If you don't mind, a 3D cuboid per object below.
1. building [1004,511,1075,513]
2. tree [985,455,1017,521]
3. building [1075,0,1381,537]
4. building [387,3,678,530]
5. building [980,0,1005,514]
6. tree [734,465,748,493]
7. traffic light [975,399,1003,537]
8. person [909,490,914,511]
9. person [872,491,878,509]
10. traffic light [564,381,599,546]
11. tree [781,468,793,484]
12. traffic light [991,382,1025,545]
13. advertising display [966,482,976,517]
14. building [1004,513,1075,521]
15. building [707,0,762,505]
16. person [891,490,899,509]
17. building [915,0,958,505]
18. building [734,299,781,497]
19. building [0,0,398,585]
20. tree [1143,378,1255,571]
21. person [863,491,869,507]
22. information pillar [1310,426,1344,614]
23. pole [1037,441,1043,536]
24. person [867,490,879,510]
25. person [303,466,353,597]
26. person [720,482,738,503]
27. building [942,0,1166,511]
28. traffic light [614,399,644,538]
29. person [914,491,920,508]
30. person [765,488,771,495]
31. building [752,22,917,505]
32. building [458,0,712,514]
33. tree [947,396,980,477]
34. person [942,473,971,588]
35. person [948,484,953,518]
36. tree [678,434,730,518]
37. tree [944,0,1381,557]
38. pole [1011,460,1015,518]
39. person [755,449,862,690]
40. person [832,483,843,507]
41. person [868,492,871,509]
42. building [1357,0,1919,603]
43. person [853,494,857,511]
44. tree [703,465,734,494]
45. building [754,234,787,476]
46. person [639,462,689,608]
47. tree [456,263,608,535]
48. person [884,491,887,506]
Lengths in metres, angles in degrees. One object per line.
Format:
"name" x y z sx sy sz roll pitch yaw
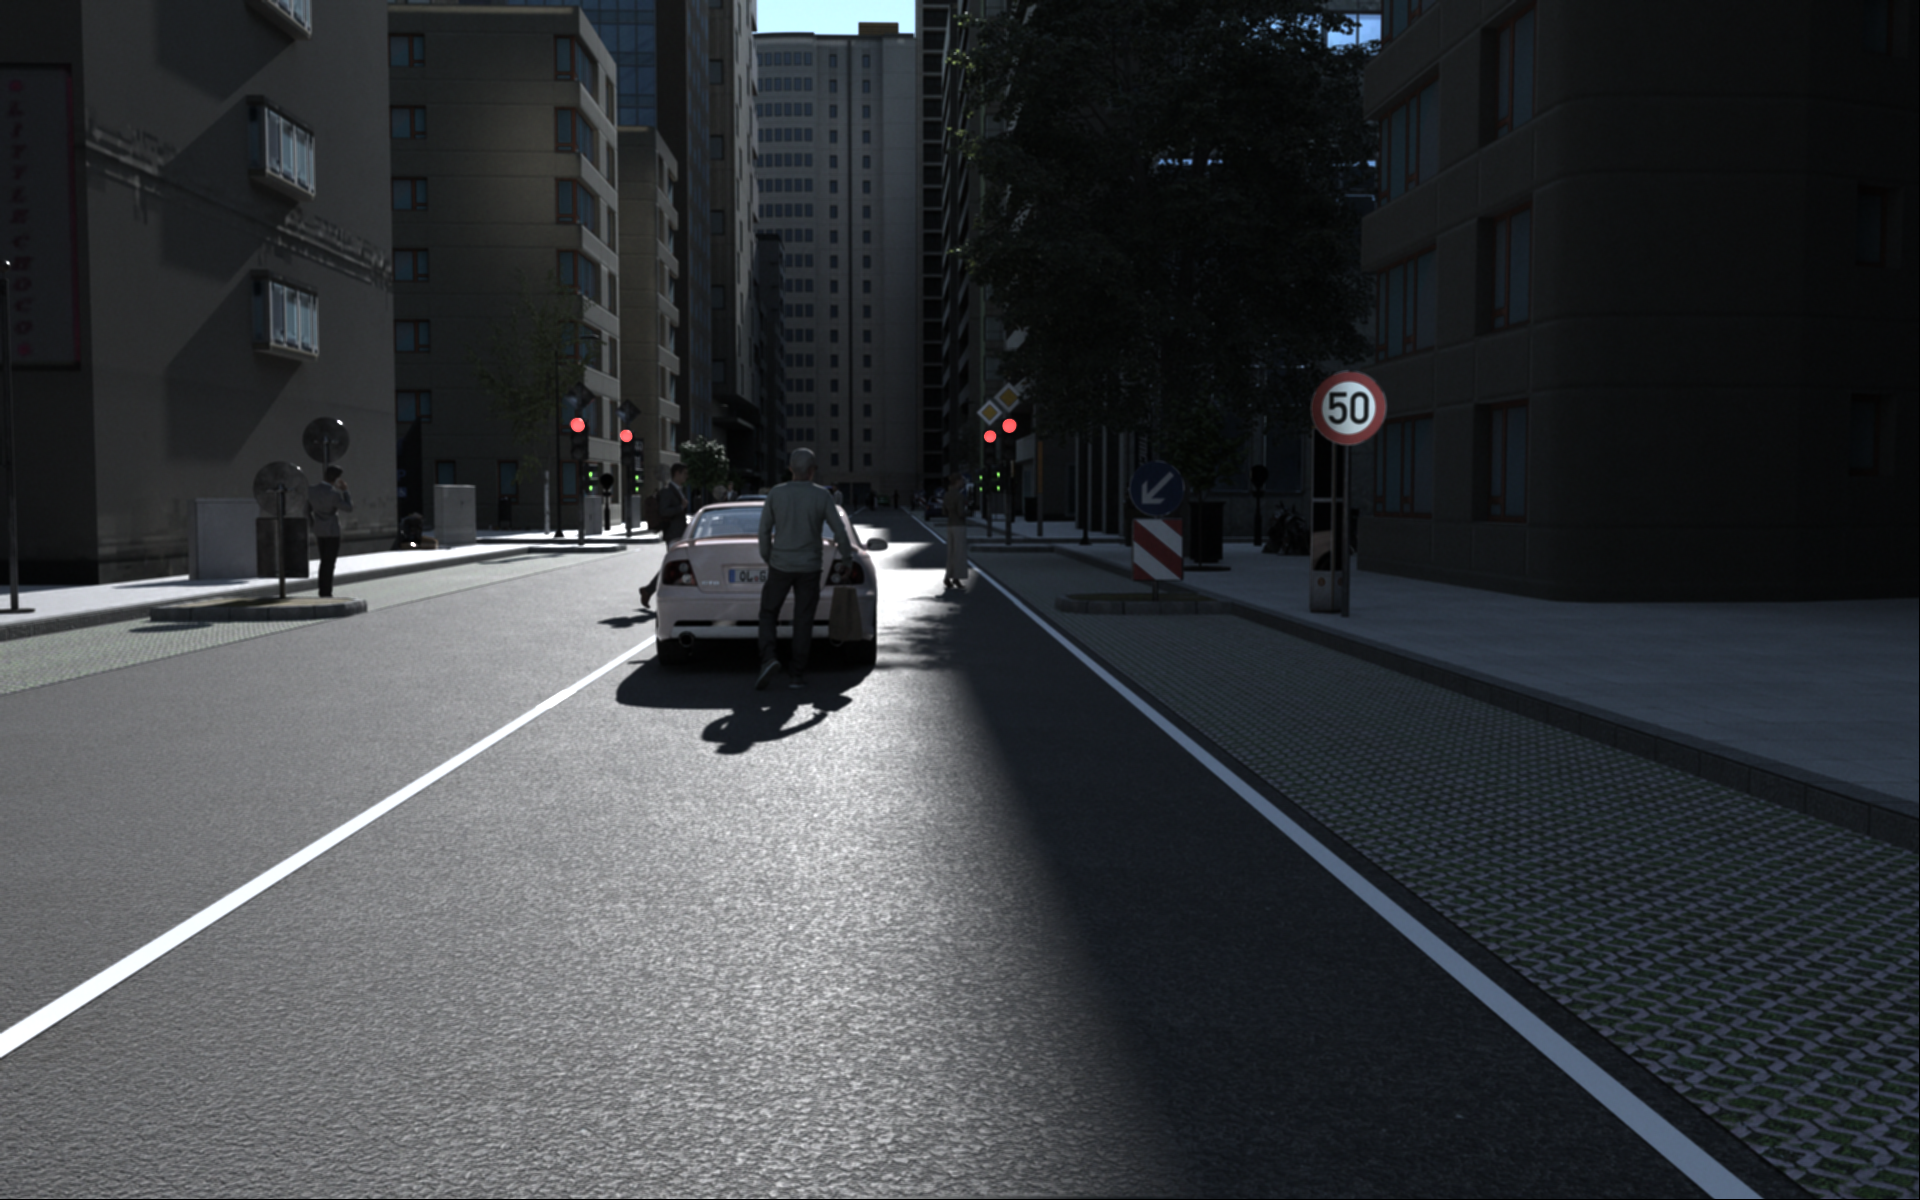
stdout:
"building" 10.897 -31.891 145.125 21.300 48.544 21.600 0 4 -2
"tree" 1.631 -5.420 83.224 1.663 3.219 1.824 0 3 0
"building" 19.833 -45.729 60.335 31.000 86.520 22.319 0 4 -2
"building" -27.883 -14.092 75.448 27.650 21.520 28.899 0 4 -2
"building" 8.283 -26.465 116.294 14.154 41.232 14.086 0 4 -2
"tree" -14.915 -7.297 113.899 1.663 3.219 1.824 0 3 0
"traffic light" 0.857 -3.823 51.419 0.839 4.253 0.868 0 4 -2
"person" -4.210 -8.452 147.219 0.750 1.759 0.617 2 4 32
"person" -8.130 -9.590 165.962 0.621 1.740 0.551 2 4 33
"traffic light" -9.402 -3.306 42.973 0.839 4.253 0.868 0 4 -2
"tree" -17.596 -12.307 184.930 4.285 4.588 4.351 0 3 0
"traffic light" 1.199 -3.335 43.441 0.839 4.253 0.868 0 4 -2
"advertising display" 0.595 -5.569 96.264 0.123 1.923 0.974 -2 4 -28
"building" 13.698 -28.549 90.484 21.300 48.544 21.600 0 4 -2
"building" -30.315 -33.579 138.254 28.713 52.752 27.495 0 4 -2
"person" -6.229 -9.726 167.478 0.705 1.831 1.348 2 4 35
"building" 4.650 -47.841 220.457 20.611 71.187 20.563 0 4 -2
"building" -32.089 -19.710 167.301 27.650 21.520 28.899 0 4 -2
"building" -22.800 -24.654 26.800 21.600 48.544 21.300 0 4 -2
"tree" 4.170 -2.108 29.062 1.663 3.219 1.824 0 3 0
"person" -10.637 -11.610 198.305 0.705 1.826 1.348 -3 5 -45
"information pillar" 3.994 -0.869 18.707 0.304 2.012 0.304 -3 5 -45
"pole" 2.425 -3.578 52.347 0.158 3.312 0.155 0 3 0
"person" -7.615 -8.722 151.233 1.348 1.807 0.705 -3 5 -45
"person" -8.305 -0.862 22.781 0.592 1.802 0.473 3 4 38
"person" -7.657 -3.001 57.536 0.622 1.834 0.822 -1 4 -12
"building" 9.273 -33.207 166.635 21.300 48.544 21.600 0 4 -2
"traffic light" -9.743 -3.794 50.951 0.839 4.253 0.868 0 4 -2
"person" -4.102 -9.442 163.818 0.756 1.711 0.436 3 4 38
"person" -10.896 -5.691 101.772 1.509 1.804 0.699 2 4 31
"building" -19.746 -41.467 219.979 28.212 58.520 21.231 0 4 -2
"building" -24.220 -28.428 114.903 14.600 45.320 14.200 0 4 -2
"tree" 0.765 -10.986 129.979 4.360 8.622 3.978 0 3 0
"person" -0.021 -1.061 26.397 0.362 1.759 0.519 -2 4 -34
"person" -0.220 -3.574 67.155 0.699 1.804 1.509 1 4 16
"tree" -13.980 -6.737 93.861 4.285 4.588 4.351 0 3 0
"tree" 4.359 -7.861 35.190 9.857 13.997 8.962 0 3 0
"pole" 2.831 -6.010 92.101 0.158 3.312 0.155 0 3 0
"person" -1.114 -0.231 12.766 0.782 1.767 0.515 0 4 -2
"person" -3.930 -2.864 55.606 0.850 1.792 0.678 -2 4 -31
"person" -8.958 -9.882 171.546 0.415 1.643 0.593 -3 5 -40
"building" 21.154 -10.387 14.873 27.650 21.520 28.899 0 4 -2
"person" -8.685 -8.065 143.616 0.557 1.426 1.065 1 4 9
"tree" -14.649 -6.681 103.827 1.663 3.219 1.824 0 3 0
"building" -26.538 -25.786 193.297 14.107 30.474 14.160 0 4 -2
"person" -3.628 -0.821 21.884 0.822 1.834 0.622 0 4 -4
"tree" -13.298 -6.372 54.543 4.737 8.622 4.395 0 3 0
"person" -8.805 -11.801 201.998 0.434 1.755 0.990 2 4 25
